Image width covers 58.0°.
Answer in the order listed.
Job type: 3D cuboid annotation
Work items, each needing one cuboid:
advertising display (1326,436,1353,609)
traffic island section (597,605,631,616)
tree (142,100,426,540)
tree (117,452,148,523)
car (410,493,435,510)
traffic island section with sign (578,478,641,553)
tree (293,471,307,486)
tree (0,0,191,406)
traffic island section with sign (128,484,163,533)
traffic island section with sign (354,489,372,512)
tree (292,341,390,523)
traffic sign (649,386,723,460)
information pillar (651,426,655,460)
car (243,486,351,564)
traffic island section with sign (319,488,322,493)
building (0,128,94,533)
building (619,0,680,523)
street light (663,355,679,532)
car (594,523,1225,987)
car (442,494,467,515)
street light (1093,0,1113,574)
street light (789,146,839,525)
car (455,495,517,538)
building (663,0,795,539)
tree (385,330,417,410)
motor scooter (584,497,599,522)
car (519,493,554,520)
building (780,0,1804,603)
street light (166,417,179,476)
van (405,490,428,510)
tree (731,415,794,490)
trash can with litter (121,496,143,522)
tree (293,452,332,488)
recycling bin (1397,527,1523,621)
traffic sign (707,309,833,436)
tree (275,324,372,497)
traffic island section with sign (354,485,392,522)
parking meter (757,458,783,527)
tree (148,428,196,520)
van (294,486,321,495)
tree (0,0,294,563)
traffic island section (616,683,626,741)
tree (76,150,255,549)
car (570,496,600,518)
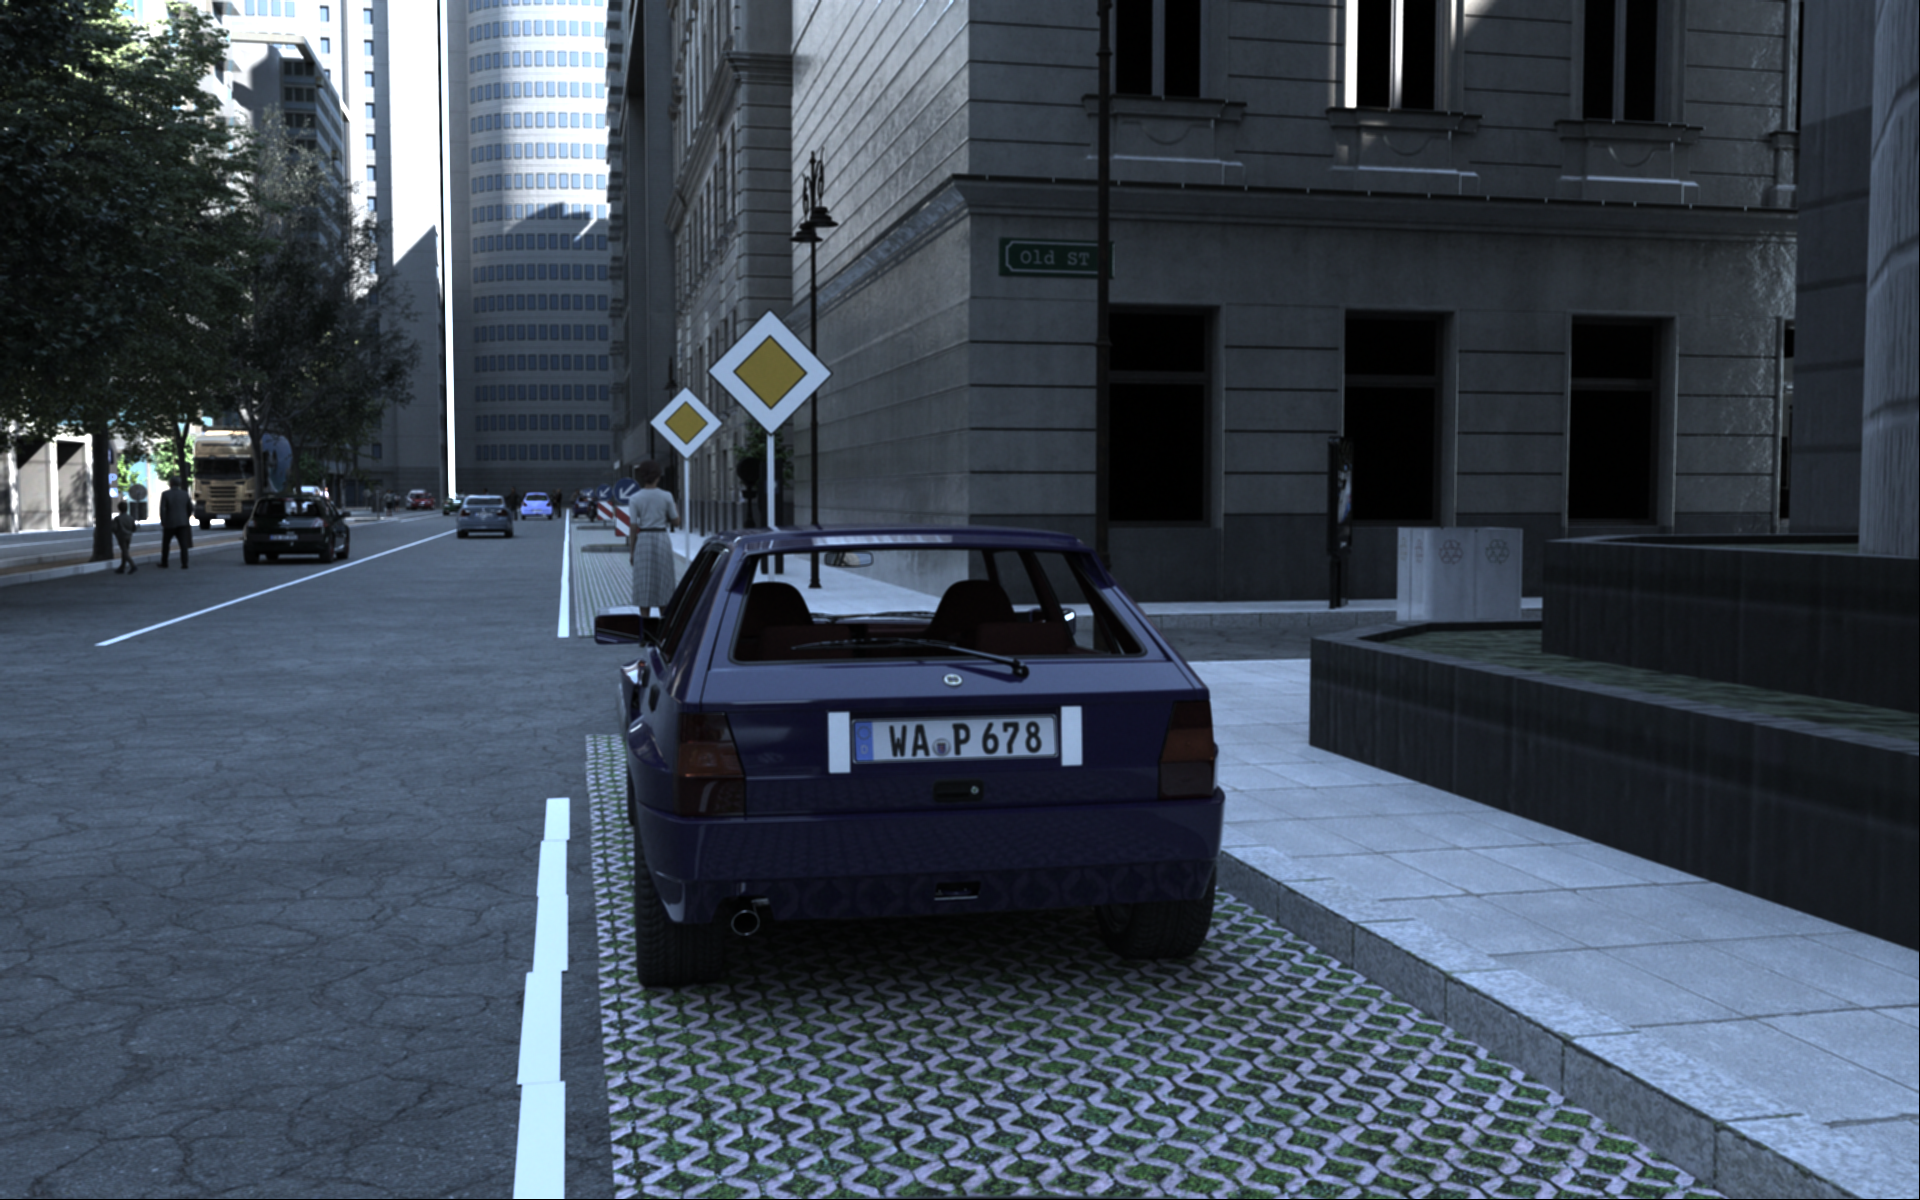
[{"bbox_3d":[4.317,-0.885,19.683,0.123,1.923,0.974,1,4,22],"label":"advertising display"},{"bbox_3d":[-2.915,0.210,18.847,2.009,0.180,2.903,-1,4,-13],"label":"traffic island section"},{"bbox_3d":[-21.924,-8.625,53.840,12.009,13.543,11.850,0,3,0],"label":"tree"},{"bbox_3d":[-37.381,-5.051,77.189,1.663,3.219,1.824,0,3,0],"label":"tree"},{"bbox_3d":[-48.012,-8.918,154.850,2.155,1.783,4.494,-1,4,-13],"label":"car"},{"bbox_3d":[-8.397,-2.105,43.049,1.989,1.847,2.006,-1,4,-13],"label":"traffic island section with sign"},{"bbox_3d":[-45.980,-7.645,119.603,1.663,3.219,1.824,0,3,0],"label":"tree"},{"bbox_3d":[-14.462,-6.138,19.823,9.611,12.733,9.660,0,3,0],"label":"tree"},{"bbox_3d":[-31.092,-3.471,65.377,1.989,1.847,2.006,-1,4,-13],"label":"traffic island section with sign"},{"bbox_3d":[-48.120,-8.075,140.657,1.989,1.847,2.006,-1,4,-13],"label":"traffic island section with sign"},{"bbox_3d":[-26.666,-7.454,74.699,4.737,8.622,4.395,0,3,0],"label":"tree"},{"bbox_3d":[-2.936,-1.013,18.760,0.795,2.593,0.064,-1,4,-13],"label":"traffic sign"},{"bbox_3d":[-10.315,-4.091,58.236,0.183,3.616,0.504,0,4,-5],"label":"information pillar"},{"bbox_3d":[-14.120,-1.662,36.965,2.009,1.686,4.222,-1,4,-13],"label":"car"},{"bbox_3d":[-42.162,-6.467,114.365,1.989,1.847,2.006,-1,4,-13],"label":"traffic island section with sign"},{"bbox_3d":[-42.075,-37.871,57.441,20.563,71.187,20.611,-1,4,-13],"label":"building"},{"bbox_3d":[-7.758,-15.886,78.807,14.314,24.678,30.058,-1,4,-13],"label":"building"},{"bbox_3d":[-9.633,-5.200,57.806,0.468,5.910,1.993,-1,4,-13],"label":"street light"},{"bbox_3d":[-0.379,0.372,6.499,1.945,1.354,3.894,-1,4,-11],"label":"car"},{"bbox_3d":[-34.406,-6.537,118.673,2.131,1.459,4.920,-1,4,-13],"label":"car"},{"bbox_3d":[0.915,-2.339,11.039,0.468,5.910,1.993,-1,4,-13],"label":"street light"},{"bbox_3d":[-1.982,-3.102,23.502,0.468,5.910,1.993,-1,4,-13],"label":"street light"},{"bbox_3d":[-15.810,-2.796,57.712,2.014,1.417,4.499,-1,4,-13],"label":"car"},{"bbox_3d":[-2.133,-15.566,51.766,12.463,27.353,25.104,-1,4,-13],"label":"building"},{"bbox_3d":[-24.223,-7.748,63.547,8.767,10.594,7.601,-1,4,-13],"label":"tree"},{"bbox_3d":[-18.908,-4.662,89.004,0.815,1.314,1.986,-1,4,-12],"label":"motor scooter"},{"bbox_3d":[-23.733,-5.352,97.102,1.945,1.707,3.694,-1,4,-14],"label":"car"},{"bbox_3d":[19.269,-15.594,31.382,44.131,29.872,17.030,-1,4,-13],"label":"building"},{"bbox_3d":[-37.409,-6.707,82.452,0.468,5.910,1.993,-1,4,-13],"label":"street light"},{"bbox_3d":[-49.895,-9.310,159.232,2.013,2.044,4.112,-1,4,-11],"label":"van"},{"bbox_3d":[-4.097,-2.608,37.245,1.663,3.219,1.824,0,3,0],"label":"tree"},{"bbox_3d":[-38.800,-4.271,80.895,1.678,1.210,2.233,0,4,-8],"label":"trash can with litter"},{"bbox_3d":[-48.628,-8.871,128.757,4.285,4.588,4.351,0,3,0],"label":"tree"},{"bbox_3d":[3.707,-0.021,12.902,0.722,1.027,0.722,0,4,-4],"label":"recycling bin"},{"bbox_3d":[-1.176,-0.537,10.970,0.795,2.593,0.064,-1,4,-13],"label":"traffic sign"},{"bbox_3d":[-25.830,-7.175,70.131,4.360,8.622,3.978,0,3,0],"label":"tree"},{"bbox_3d":[-30.110,-4.970,89.404,2.006,1.907,1.989,-1,4,-13],"label":"traffic island section with sign"},{"bbox_3d":[-3.047,-1.353,27.838,0.399,1.863,0.255,-1,4,-10],"label":"parking meter"},{"bbox_3d":[-38.157,-6.215,85.333,4.285,4.588,4.351,0,3,0],"label":"tree"},{"bbox_3d":[-33.179,-4.914,87.355,2.013,2.044,4.112,-1,4,-14],"label":"van"},{"bbox_3d":[-17.983,-7.056,35.958,7.486,12.596,7.792,0,3,0],"label":"tree"},{"bbox_3d":[-1.154,0.686,11.058,2.009,0.180,2.903,-1,4,-13],"label":"traffic island section"},{"bbox_3d":[-19.725,-6.559,44.116,8.767,10.594,7.601,-1,4,-13],"label":"tree"},{"bbox_3d":[-22.252,-5.557,103.431,1.945,1.354,3.894,-1,4,-14],"label":"car"}]
